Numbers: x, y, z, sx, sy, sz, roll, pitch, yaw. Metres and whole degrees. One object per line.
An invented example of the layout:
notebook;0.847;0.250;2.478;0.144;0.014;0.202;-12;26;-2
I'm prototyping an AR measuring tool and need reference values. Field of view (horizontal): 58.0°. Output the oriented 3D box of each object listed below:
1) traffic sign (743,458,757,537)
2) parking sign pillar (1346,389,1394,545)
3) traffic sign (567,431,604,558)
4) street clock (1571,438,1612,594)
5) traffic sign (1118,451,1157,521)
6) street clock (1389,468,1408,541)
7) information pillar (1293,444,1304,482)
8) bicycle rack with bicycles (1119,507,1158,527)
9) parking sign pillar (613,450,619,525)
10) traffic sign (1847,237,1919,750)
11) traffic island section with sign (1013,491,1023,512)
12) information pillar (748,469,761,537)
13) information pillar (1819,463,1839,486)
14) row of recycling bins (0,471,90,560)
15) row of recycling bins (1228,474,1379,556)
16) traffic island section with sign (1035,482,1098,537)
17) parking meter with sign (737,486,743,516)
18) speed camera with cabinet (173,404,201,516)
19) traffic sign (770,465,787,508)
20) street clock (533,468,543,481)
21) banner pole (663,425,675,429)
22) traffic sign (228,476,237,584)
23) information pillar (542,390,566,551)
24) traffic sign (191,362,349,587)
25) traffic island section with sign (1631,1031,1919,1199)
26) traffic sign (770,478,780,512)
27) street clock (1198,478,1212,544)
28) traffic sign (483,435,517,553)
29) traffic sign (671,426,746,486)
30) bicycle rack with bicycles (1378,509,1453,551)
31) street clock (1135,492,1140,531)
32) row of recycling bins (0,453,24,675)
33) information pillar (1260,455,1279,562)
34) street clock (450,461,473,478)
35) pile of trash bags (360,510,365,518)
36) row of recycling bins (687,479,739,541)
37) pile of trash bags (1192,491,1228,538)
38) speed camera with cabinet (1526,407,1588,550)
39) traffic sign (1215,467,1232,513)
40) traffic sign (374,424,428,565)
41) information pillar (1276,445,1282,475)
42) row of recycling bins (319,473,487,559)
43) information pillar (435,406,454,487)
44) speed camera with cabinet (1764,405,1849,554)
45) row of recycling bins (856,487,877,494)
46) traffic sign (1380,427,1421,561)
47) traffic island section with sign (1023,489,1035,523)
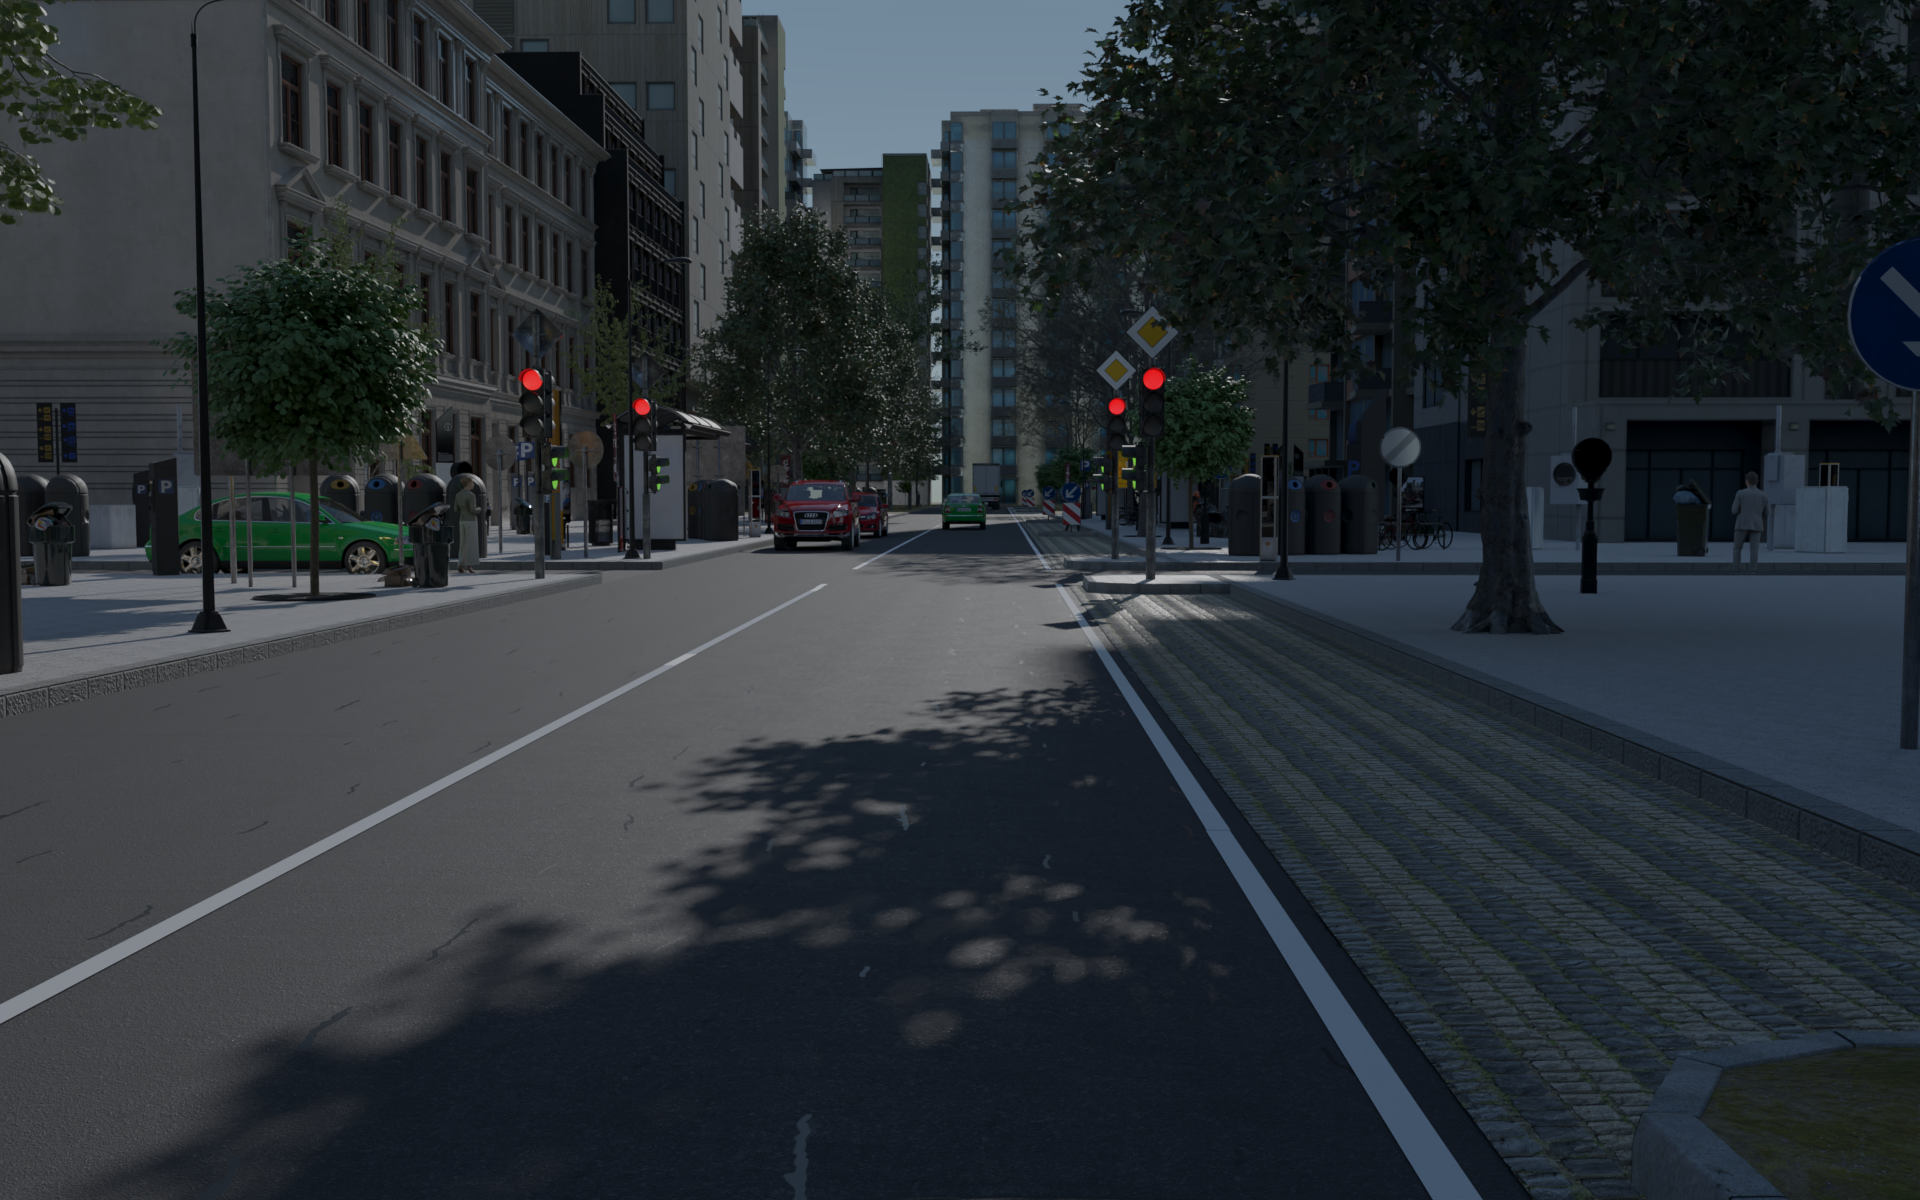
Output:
traffic sign;-6.489;-3.110;52.026;0.795;2.450;0.064;0;4;2
parking sign pillar;10.301;-3.393;43.950;1.447;3.967;1.447;3;5;41
traffic sign;-7.537;-2.123;34.817;0.768;2.556;0.104;0;4;7
street clock;8.137;-1.088;22.360;0.471;2.002;0.358;1;4;12
traffic sign;7.950;-5.252;79.735;2.265;3.308;0.079;1;4;11
street clock;12.059;-2.637;47.685;0.471;2.002;0.358;3;5;44
information pillar;15.879;-5.506;81.371;0.504;3.616;0.183;-1;4;-12
bicycle rack with bicycles;7.439;-3.403;69.019;2.925;0.926;2.852;3;4;38
parking sign pillar;-13.872;-5.129;72.328;1.447;3.967;1.447;-2;4;-29
traffic sign;4.784;-0.523;8.653;0.768;2.556;0.104;0;4;4
traffic island section with sign;5.384;-7.778;135.798;1.989;1.847;2.006;0;4;1
information pillar;-6.079;-2.862;51.288;0.304;2.012;0.304;-1;4;-20
information pillar;20.617;-2.241;41.131;0.304;2.012;0.304;-1;4;-20
row of recycling bins;-19.585;-1.771;36.067;3.534;1.692;1.069;2;4;23
row of recycling bins;7.228;-1.800;36.545;3.534;1.692;1.069;-2;4;-23
traffic island section with sign;3.637;-3.060;58.662;1.989;1.847;2.006;0;4;1
parking meter with sign;-13.021;-6.442;101.593;1.738;3.016;0.543;-1;4;-15
speed camera with cabinet;-16.755;-2.645;37.581;0.660;3.252;2.038;-1;4;-20
traffic sign;-7.894;-4.584;75.054;0.768;2.556;0.104;0;4;6
street clock;-11.793;-2.717;48.997;0.471;2.002;0.358;0;4;5
banner pole;-9.494;-4.011;55.599;0.863;3.779;0.401;2;4;26
traffic sign;-10.415;-1.508;24.767;0.768;2.556;0.104;1;4;9
information pillar;-9.235;-2.933;39.304;0.504;3.616;0.183;1;4;19
traffic sign;-9.457;-1.826;23.731;2.265;3.308;0.079;0;4;8
traffic island section with sign;2.374;0.339;3.086;1.989;1.847;2.006;0;4;1
traffic sign;-8.739;-5.031;82.253;0.884;2.594;0.081;0;4;6
street clock;6.284;-2.437;44.415;0.358;2.002;0.471;2;4;29
traffic sign;-9.989;-2.293;37.596;0.768;2.556;0.104;1;4;10
traffic sign;-7.533;-3.544;51.812;2.265;3.308;0.079;0;4;5
bicycle rack with bicycles;10.256;-1.657;40.479;2.925;0.926;2.852;-1;4;-20
street clock;6.249;-3.407;60.282;0.358;2.002;0.471;-2;4;-30
row of recycling bins;-7.952;-0.386;13.424;1.069;1.692;3.534;-3;4;-36
information pillar;5.888;-1.742;32.973;0.304;2.012;0.304;1;4;19
street clock;-11.013;-2.064;38.319;0.358;2.002;0.471;2;4;32
pile of trash bags;-13.421;-1.758;38.492;1.912;1.369;3.447;3;5;44
row of recycling bins;-6.927;-2.546;48.735;1.069;1.692;3.534;-1;4;-19
pile of trash bags;7.864;-2.590;52.094;1.912;1.369;3.447;-1;4;-20
speed camera with cabinet;13.352;-2.782;39.815;2.038;3.252;0.660;3;5;44
traffic sign;8.705;-3.539;57.971;0.768;2.556;0.104;0;4;5
traffic sign;-8.635;-1.633;26.707;0.884;2.594;0.081;1;4;9
information pillar;14.225;-5.219;76.678;0.504;3.616;0.183;3;5;42
row of recycling bins;-11.213;-1.699;34.893;3.534;1.692;1.069;1;4;9
information pillar;-13.709;-3.352;46.160;0.504;3.616;0.183;-3;5;-44
speed camera with cabinet;18.602;-2.676;38.096;0.660;3.252;2.038;-1;4;-13
row of recycling bins;-6.694;-5.970;104.730;3.534;1.692;1.069;1;4;14
traffic sign;8.407;-2.021;33.143;0.768;2.556;0.104;0;4;8
traffic island section with sign;4.253;-4.708;85.610;1.989;1.847;2.006;0;4;1
